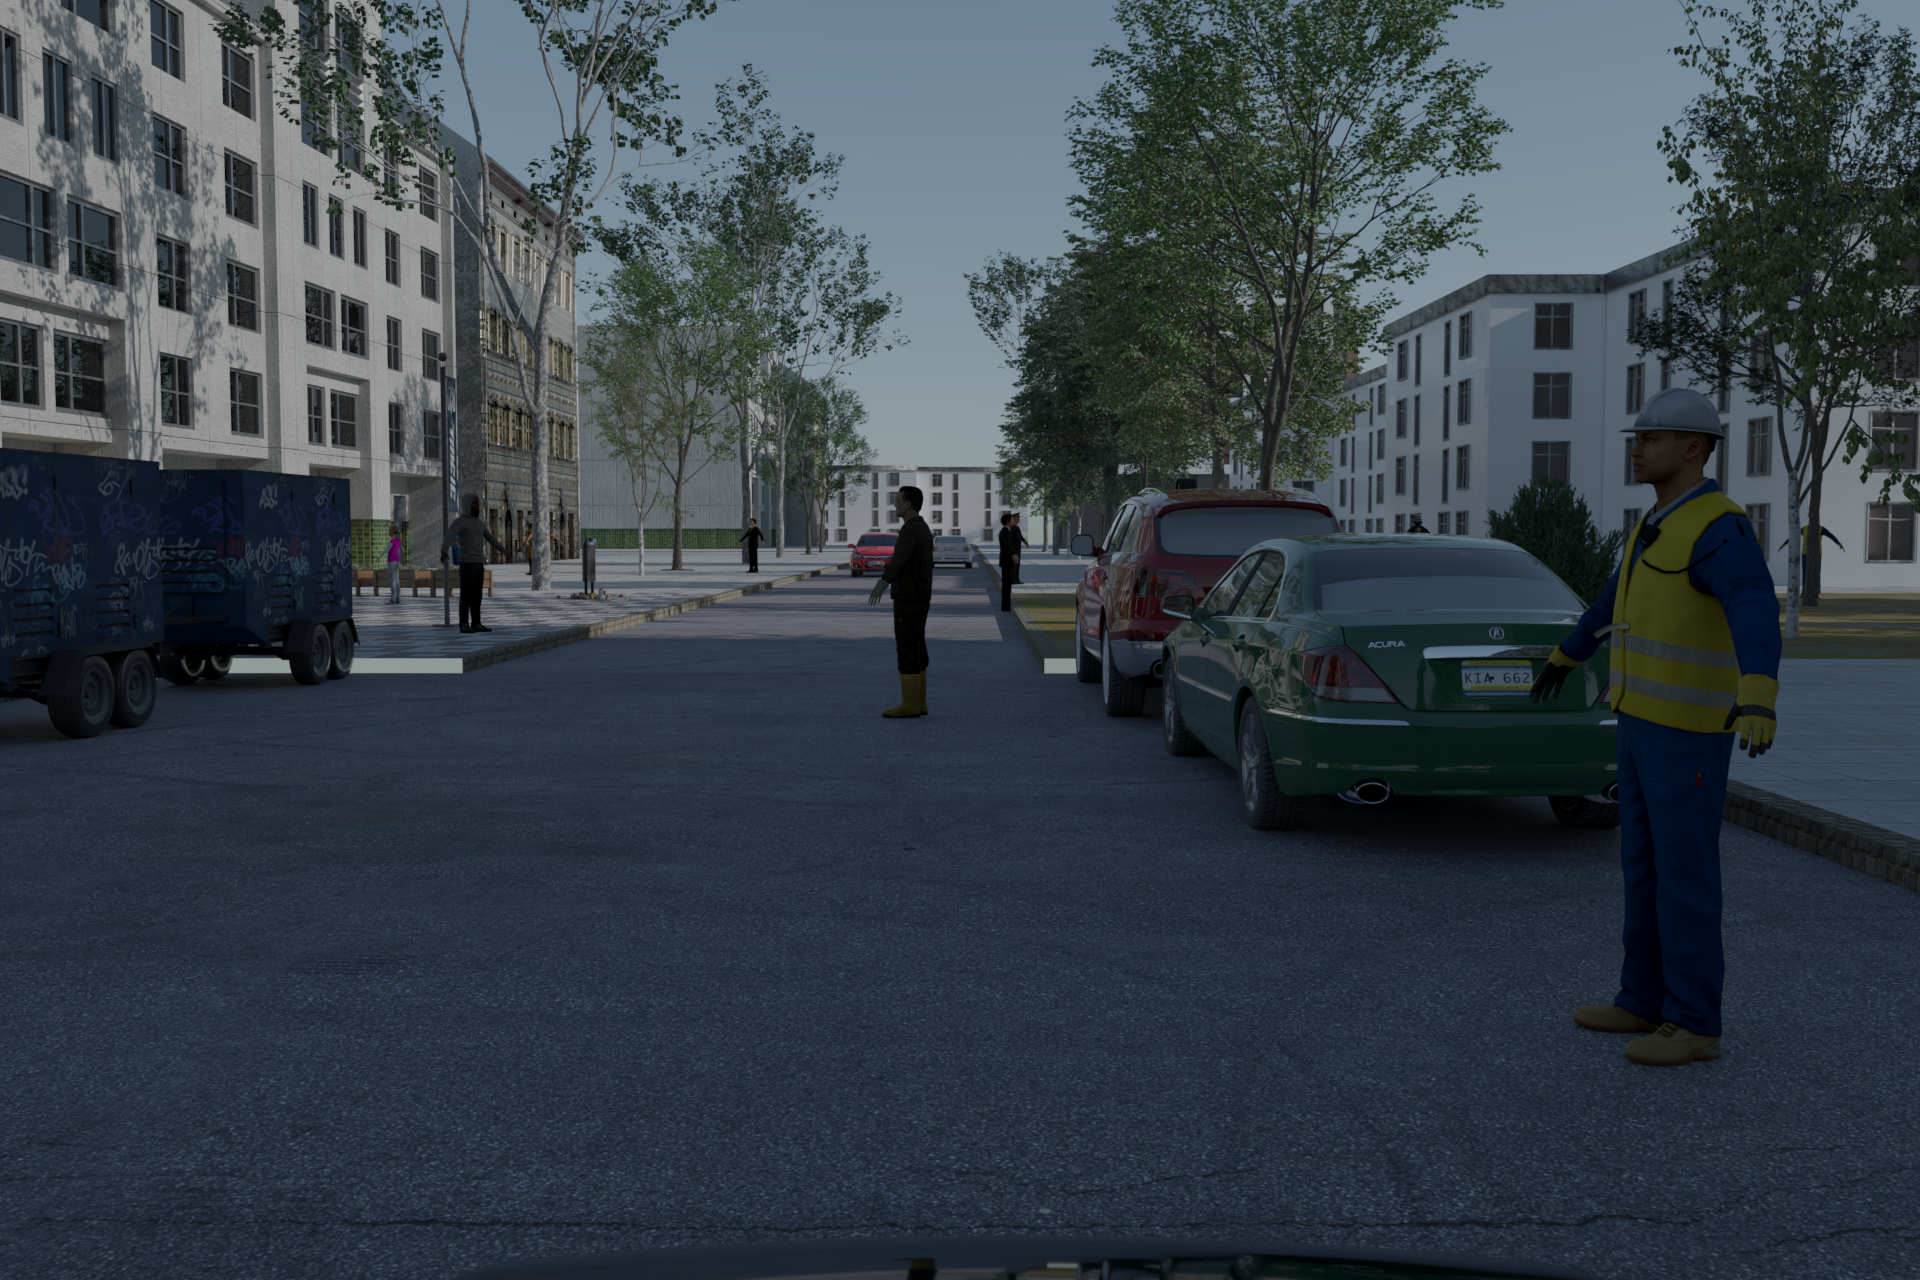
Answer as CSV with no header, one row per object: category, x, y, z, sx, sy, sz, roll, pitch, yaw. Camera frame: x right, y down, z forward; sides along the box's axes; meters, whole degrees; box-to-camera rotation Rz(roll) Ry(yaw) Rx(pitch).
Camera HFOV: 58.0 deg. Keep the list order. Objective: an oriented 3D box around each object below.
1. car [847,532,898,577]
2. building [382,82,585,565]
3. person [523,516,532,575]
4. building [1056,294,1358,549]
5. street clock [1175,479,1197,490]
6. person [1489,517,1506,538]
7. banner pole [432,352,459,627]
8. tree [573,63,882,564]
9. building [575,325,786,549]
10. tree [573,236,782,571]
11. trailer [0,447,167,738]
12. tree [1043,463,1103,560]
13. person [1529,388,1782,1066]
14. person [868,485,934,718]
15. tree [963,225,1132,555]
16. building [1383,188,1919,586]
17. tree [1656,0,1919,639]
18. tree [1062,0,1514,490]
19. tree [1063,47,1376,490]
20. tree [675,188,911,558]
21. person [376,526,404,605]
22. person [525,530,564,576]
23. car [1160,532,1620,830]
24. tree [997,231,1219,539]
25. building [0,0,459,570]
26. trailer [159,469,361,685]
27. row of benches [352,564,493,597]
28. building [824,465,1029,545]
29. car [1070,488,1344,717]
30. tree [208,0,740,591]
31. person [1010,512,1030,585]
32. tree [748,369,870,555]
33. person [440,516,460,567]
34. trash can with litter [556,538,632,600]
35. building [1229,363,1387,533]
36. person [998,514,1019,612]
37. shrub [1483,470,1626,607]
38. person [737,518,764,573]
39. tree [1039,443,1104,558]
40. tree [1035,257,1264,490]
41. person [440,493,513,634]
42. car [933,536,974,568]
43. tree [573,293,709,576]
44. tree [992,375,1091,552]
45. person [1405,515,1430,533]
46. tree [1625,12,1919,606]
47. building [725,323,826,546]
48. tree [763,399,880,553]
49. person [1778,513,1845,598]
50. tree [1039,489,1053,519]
car,-2.726,-3.049,58.899,2.155,1.783,4.494,0,4,0
building,-28.644,-15.165,78.879,19.493,23.208,18.063,0,4,-1
person,-13.388,-2.949,53.978,0.705,1.858,1.354,-2,4,-23
building,22.850,-19.569,163.924,27.936,21.610,32.646,0,4,0
street clock,2.946,-1.105,22.639,0.358,2.002,0.471,0,4,-1
person,14.308,-2.355,45.302,1.217,1.733,0.721,2,4,32
banner pole,-7.128,-2.090,24.191,0.401,3.779,0.863,0,4,0
tree,-9.730,-13.249,72.505,12.611,20.169,13.585,0,3,0
building,-26.314,-18.120,162.722,16.747,18.905,31.486,0,3,0
tree,-9.778,-8.233,60.369,9.928,11.665,9.643,0,3,0
trailer,-6.793,-0.288,11.758,1.471,1.999,3.904,0,4,1
tree,5.824,-8.219,84.743,4.360,8.622,3.978,0,3,0
person,1.949,0.221,4.817,0.705,1.833,1.349,0,4,-3
person,-0.416,-0.305,13.588,0.704,1.812,1.346,1,4,14
tree,6.854,-15.077,102.400,12.611,20.169,13.585,0,3,0
building,21.556,-6.975,56.187,9.099,9.664,28.070,0,4,0
tree,10.235,-4.308,20.805,4.737,8.622,4.395,0,3,0
tree,5.316,-6.315,29.009,9.928,11.665,9.643,0,3,0
tree,5.804,-7.533,41.292,7.486,12.596,7.792,0,3,0
tree,-9.056,-14.517,93.237,12.611,20.169,13.585,0,3,0
person,-10.369,-1.362,31.541,0.599,1.433,0.991,0,4,7
person,-12.593,-2.824,52.317,0.704,1.843,1.345,3,5,43
car,2.281,0.121,9.823,2.131,1.459,4.920,0,4,-1
tree,6.048,-10.052,71.005,9.857,13.997,8.962,0,3,0
building,-27.555,-11.170,49.094,16.747,18.905,31.486,0,4,1
trailer,-6.792,-0.550,16.043,1.471,1.999,3.904,0,4,0
row of benches,-11.395,-1.239,35.722,4.104,0.672,1.422,1,4,21
building,-5.531,-16.374,212.311,28.070,9.664,9.099,0,4,-5
car,2.142,-0.395,15.130,2.281,1.827,5.304,0,3,0
tree,-10.493,-11.258,39.959,12.611,20.169,13.585,0,3,0
person,1.434,-2.330,44.029,0.705,1.837,1.347,2,4,24
tree,-9.417,-11.164,108.290,9.928,11.665,9.643,0,3,0
person,-15.758,-2.952,54.127,1.347,1.847,0.705,3,4,38
trash can with litter,-7.237,-1.447,34.723,1.678,1.210,2.233,0,4,2
building,21.759,-9.522,97.828,9.099,9.664,28.070,0,3,0
person,0.903,-1.432,32.064,0.705,1.806,1.347,0,4,-5
shrub,6.880,-0.969,20.256,1.690,2.028,1.600,0,3,0
person,-6.852,-3.118,57.172,1.347,1.806,0.705,3,5,44
tree,6.006,-8.681,92.299,4.737,8.622,4.395,0,3,0
tree,5.978,-7.318,54.054,7.601,10.594,8.767,-1,4,-10
person,-6.320,-1.000,22.484,0.705,1.813,1.348,2,4,24
car,-0.422,-3.744,73.575,2.083,1.381,4.827,0,4,-1
tree,-9.841,-6.294,53.267,4.360,8.622,3.978,0,3,0
tree,6.076,-12.564,123.552,7.486,12.596,7.792,0,3,0
person,14.173,-2.929,53.672,1.354,1.856,0.705,0,4,7
tree,15.480,-5.882,30.577,7.601,10.594,8.767,-1,4,-13
building,-24.618,-21.912,189.188,19.493,23.208,18.063,0,4,-1
tree,-9.511,-11.178,117.181,8.767,10.594,7.601,0,4,3
person,16.988,-1.719,34.562,1.216,1.772,0.721,3,4,36
tree,12.217,-16.063,212.997,4.360,8.622,3.978,0,3,0
